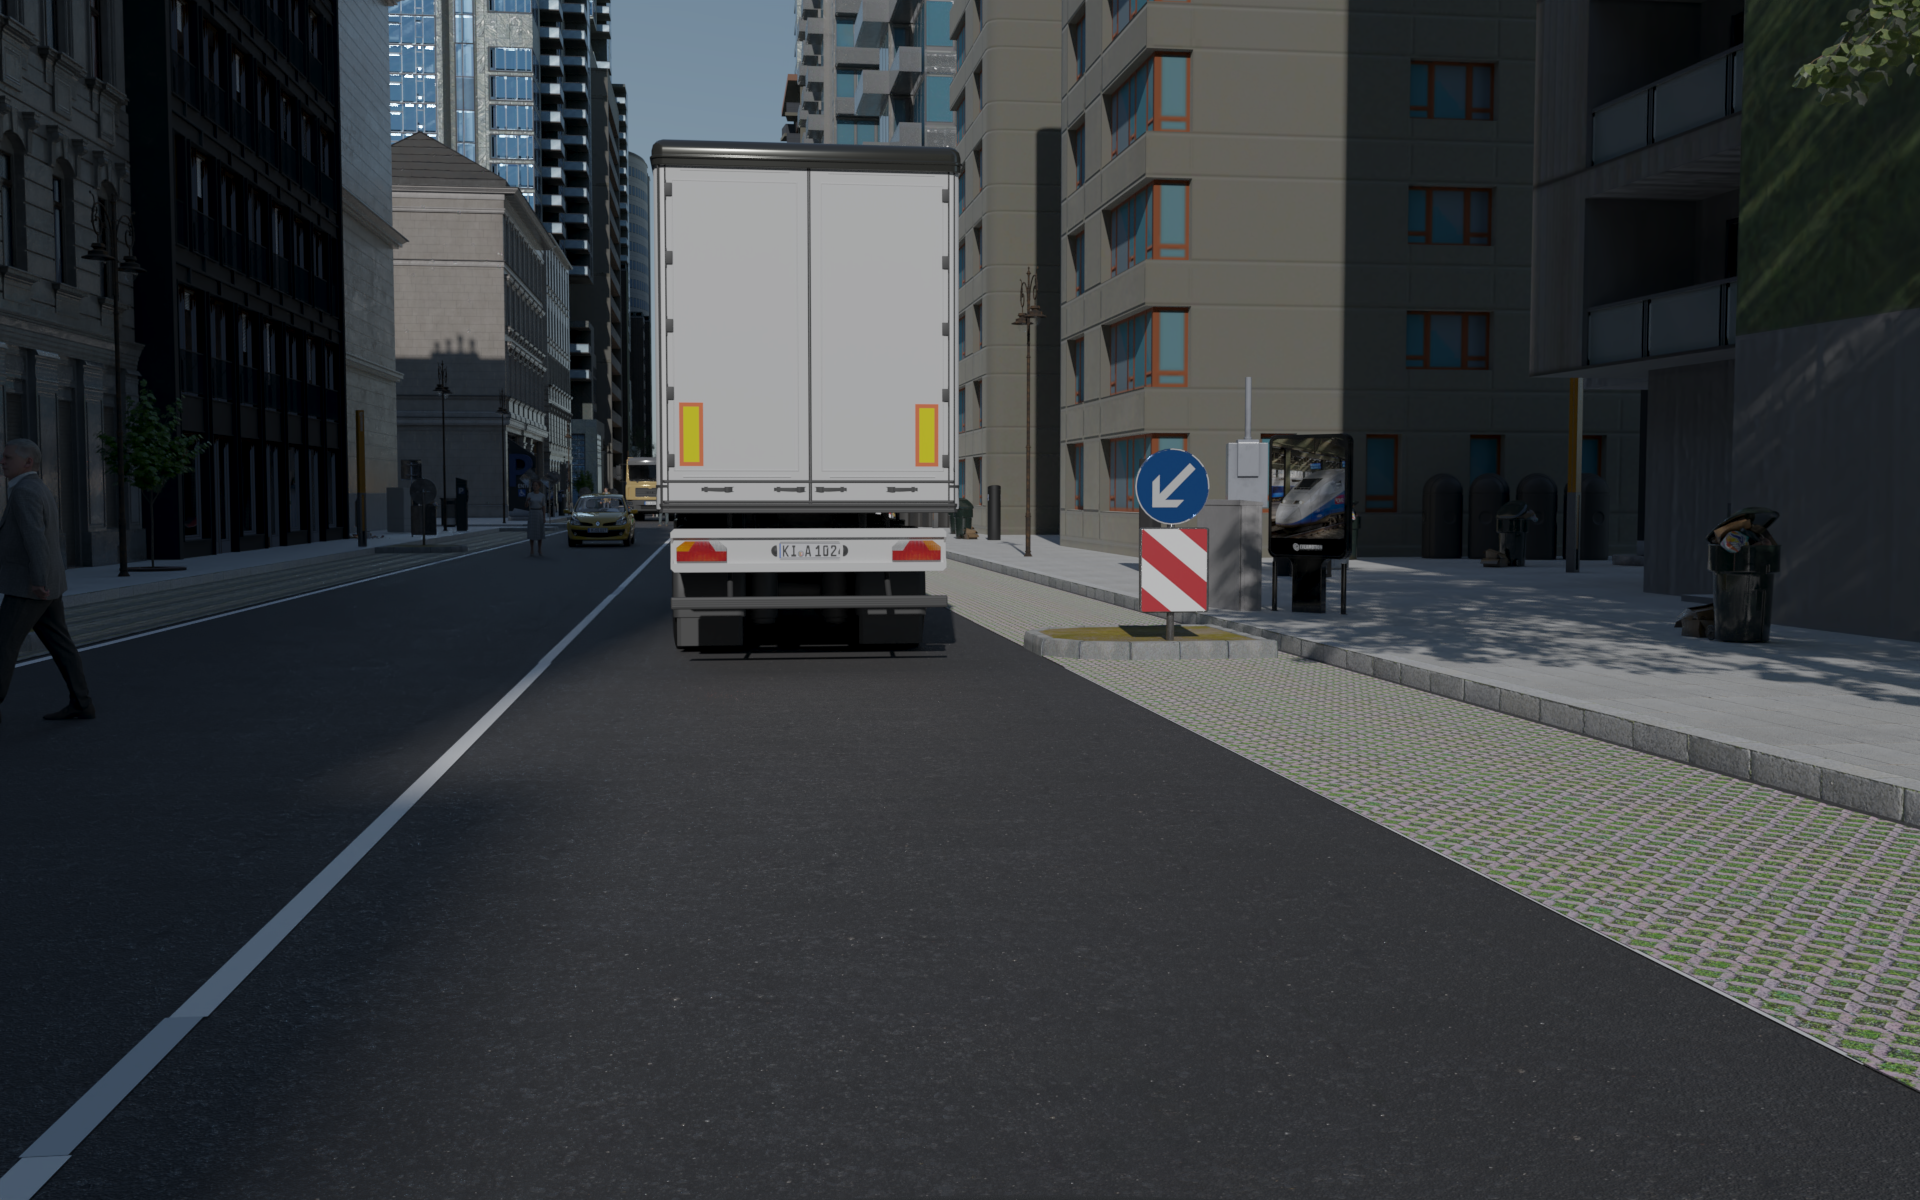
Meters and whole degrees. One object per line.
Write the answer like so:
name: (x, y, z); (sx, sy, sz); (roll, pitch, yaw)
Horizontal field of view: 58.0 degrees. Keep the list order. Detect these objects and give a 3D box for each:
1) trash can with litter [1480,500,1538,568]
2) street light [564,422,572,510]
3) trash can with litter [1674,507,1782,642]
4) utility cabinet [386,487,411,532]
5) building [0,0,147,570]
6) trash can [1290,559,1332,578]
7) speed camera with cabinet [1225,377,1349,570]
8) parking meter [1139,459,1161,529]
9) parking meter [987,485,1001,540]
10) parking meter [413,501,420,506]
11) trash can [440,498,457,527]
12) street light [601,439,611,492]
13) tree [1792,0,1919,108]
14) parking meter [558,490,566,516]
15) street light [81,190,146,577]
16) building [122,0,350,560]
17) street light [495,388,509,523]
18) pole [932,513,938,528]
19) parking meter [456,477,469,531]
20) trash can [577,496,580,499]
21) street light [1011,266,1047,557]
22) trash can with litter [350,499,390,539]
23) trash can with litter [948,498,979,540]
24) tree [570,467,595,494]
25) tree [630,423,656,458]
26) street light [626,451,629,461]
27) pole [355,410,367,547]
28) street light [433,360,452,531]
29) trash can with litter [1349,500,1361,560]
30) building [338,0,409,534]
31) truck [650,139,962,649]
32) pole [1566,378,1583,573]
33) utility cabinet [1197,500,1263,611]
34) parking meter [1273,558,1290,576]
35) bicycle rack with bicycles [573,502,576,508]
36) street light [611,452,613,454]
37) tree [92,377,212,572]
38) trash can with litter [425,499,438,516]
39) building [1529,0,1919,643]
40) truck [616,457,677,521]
trash can with litter: (9.655, -1.169, 30.500); (1.055, 1.170, 0.624); (-3, 5, -44)
street light: (-24.569, -8.318, 108.792); (0.468, 5.910, 1.993); (0, 4, -8)
trash can with litter: (6.706, -0.237, 15.269); (0.624, 1.170, 1.055); (-1, 4, -13)
utility cabinet: (-18.566, -2.979, 57.377); (0.318, 1.500, 1.173); (-3, 5, -45)
building: (-19.015, -10.642, 23.150); (9.793, 20.994, 18.267); (0, 4, -8)
trash can: (5.187, -0.852, 25.586); (0.748, 1.137, 0.748); (0, 3, 0)
speed camera with cabinet: (5.575, -2.151, 29.509); (2.038, 3.252, 0.660); (0, 4, 4)
parking meter: (3.156, -1.408, 28.733); (0.255, 1.863, 0.399); (2, 4, 32)
parking meter: (0.949, -2.429, 48.122); (0.372, 1.533, 0.369); (0, 3, 0)
parking meter: (-19.204, -3.224, 61.125); (0.372, 1.533, 0.369); (0, 3, 0)
trash can: (-19.827, -3.398, 67.215); (0.748, 1.137, 0.748); (0, 3, 0)
street light: (-29.274, -10.382, 142.531); (0.468, 5.910, 1.993); (0, 4, -8)
tree: (6.338, -5.459, 7.384); (7.486, 12.596, 7.792); (0, 3, 0)
parking meter: (-26.583, -6.579, 115.978); (0.372, 1.533, 0.369); (0, 3, 0)
street light: (-13.010, -3.302, 26.770); (0.468, 5.910, 1.993); (0, 4, -8)
building: (-22.386, -12.864, 39.998); (12.332, 23.373, 15.834); (0, 4, -8)
street light: (-19.971, -6.295, 75.719); (0.468, 5.910, 1.993); (0, 4, -8)
pole: (-0.858, -4.036, 59.839); (0.158, 3.312, 0.155); (0, 3, 0)
parking meter: (-17.289, -3.331, 60.179); (0.399, 1.863, 0.255); (0, 4, -6)
trash can: (-25.837, -6.544, 118.645); (0.748, 1.137, 0.748); (0, 3, 0)
street light: (1.396, -3.827, 35.359); (0.468, 5.910, 1.993); (0, 4, -8)
trash can with litter: (-17.322, -2.417, 50.568); (1.678, 1.210, 2.233); (0, 4, -6)
trash can with litter: (0.245, -2.315, 49.236); (0.624, 1.170, 1.055); (-2, 4, -26)
tree: (-27.607, -8.210, 128.831); (1.663, 3.219, 1.824); (0, 3, 0)
tree: (-41.540, -17.768, 224.926); (8.767, 10.594, 7.601); (0, 4, -7)
street light: (-35.169, -12.905, 183.791); (0.468, 5.910, 1.993); (0, 4, -8)
pole: (-14.554, -2.951, 42.088); (0.158, 3.312, 0.155); (0, 3, 0)
street light: (-17.882, -5.335, 60.007); (0.468, 5.910, 1.993); (0, 4, -8)
trash can with litter: (7.290, -1.374, 33.845); (1.055, 1.170, 0.624); (2, 4, 33)
building: (-31.172, -16.472, 56.702); (23.554, 28.519, 14.401); (0, 4, -8)
truck: (-1.971, -1.866, 19.422); (2.839, 4.237, 11.283); (0, 4, -8)
pole: (10.016, -2.102, 28.217); (0.158, 3.312, 0.155); (0, 3, 0)
utility cabinet: (3.026, -0.508, 19.470); (0.306, 1.237, 1.020); (-1, 4, -20)
parking meter: (5.090, -1.143, 27.101); (0.372, 1.533, 0.369); (0, 3, 0)
bicycle rack with bicycles: (-31.589, -7.784, 140.652); (2.852, 0.926, 2.925); (1, 4, 14)
street light: (-30.458, -10.878, 150.646); (0.468, 5.910, 1.993); (0, 4, -8)
tree: (-13.674, -2.102, 28.970); (1.663, 3.219, 1.824); (0, 3, 0)
trash can with litter: (-22.991, -3.855, 74.413); (1.055, 1.170, 0.624); (-1, 4, -18)
building: (14.593, -20.524, 19.165); (14.154, 41.232, 14.086); (0, 4, -8)
truck: (-16.530, -5.951, 93.219); (3.469, 3.379, 9.791); (0, 4, -8)
